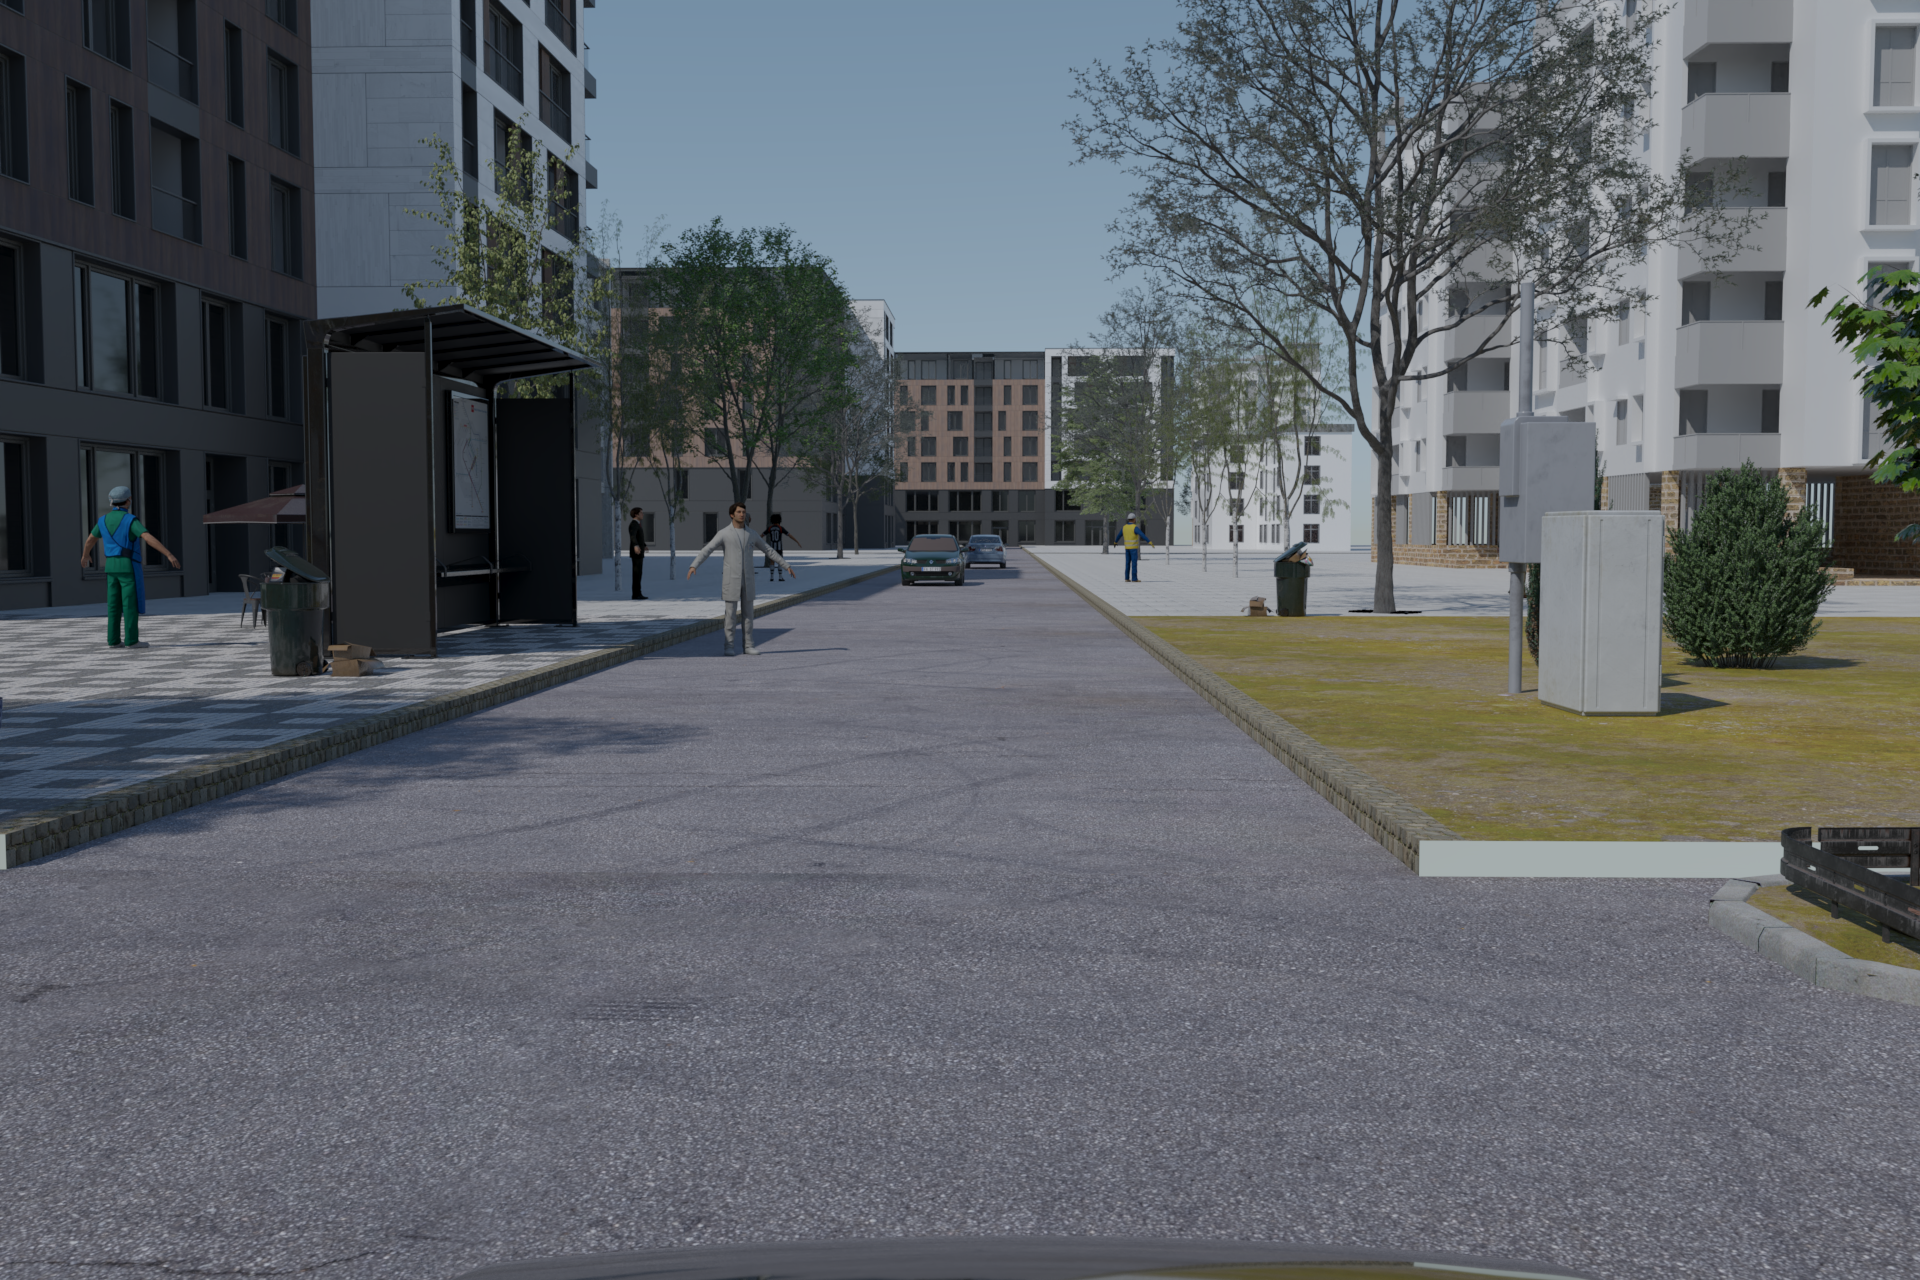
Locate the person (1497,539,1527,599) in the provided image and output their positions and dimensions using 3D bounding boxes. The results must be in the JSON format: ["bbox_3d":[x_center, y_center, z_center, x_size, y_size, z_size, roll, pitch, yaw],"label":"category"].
[{"bbox_3d":[11.191,-1.732,34.597,0.705,1.796,1.348,-2,4,-29],"label":"person"}]

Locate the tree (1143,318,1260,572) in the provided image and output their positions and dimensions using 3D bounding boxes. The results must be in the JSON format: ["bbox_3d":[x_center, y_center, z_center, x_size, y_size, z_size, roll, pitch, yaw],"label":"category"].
[{"bbox_3d":[8.366,-6.632,58.793,4.360,8.622,3.978,0,3,0],"label":"tree"}]

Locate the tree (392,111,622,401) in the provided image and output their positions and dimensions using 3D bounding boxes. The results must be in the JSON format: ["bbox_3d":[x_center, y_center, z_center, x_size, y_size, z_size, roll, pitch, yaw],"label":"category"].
[{"bbox_3d":[-8.220,-4.936,31.074,4.737,8.622,4.395,0,3,0],"label":"tree"}]

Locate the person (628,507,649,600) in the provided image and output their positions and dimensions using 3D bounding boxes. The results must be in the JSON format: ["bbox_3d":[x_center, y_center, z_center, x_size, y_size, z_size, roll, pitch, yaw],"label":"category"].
[{"bbox_3d":[-6.291,-1.696,33.913,0.705,1.806,1.347,0,4,-3],"label":"person"}]

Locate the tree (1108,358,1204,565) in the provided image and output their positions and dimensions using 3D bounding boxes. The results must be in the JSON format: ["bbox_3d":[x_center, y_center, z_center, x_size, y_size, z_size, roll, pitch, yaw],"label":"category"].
[{"bbox_3d":[8.717,-7.411,71.531,4.360,8.622,3.978,0,3,0],"label":"tree"}]

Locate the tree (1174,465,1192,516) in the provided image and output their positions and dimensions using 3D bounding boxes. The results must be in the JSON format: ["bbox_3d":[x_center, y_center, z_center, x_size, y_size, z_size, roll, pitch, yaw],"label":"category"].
[{"bbox_3d":[27.991,-16.119,197.965,7.601,10.594,8.767,0,4,1],"label":"tree"}]

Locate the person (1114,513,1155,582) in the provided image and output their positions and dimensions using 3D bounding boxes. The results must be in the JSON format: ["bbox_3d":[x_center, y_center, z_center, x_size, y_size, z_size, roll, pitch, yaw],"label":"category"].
[{"bbox_3d":[4.586,-2.455,46.104,1.349,1.833,0.705,3,5,44],"label":"person"}]

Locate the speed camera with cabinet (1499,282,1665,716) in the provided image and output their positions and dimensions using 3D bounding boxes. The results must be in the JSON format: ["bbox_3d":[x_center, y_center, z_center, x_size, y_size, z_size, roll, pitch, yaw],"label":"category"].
[{"bbox_3d":[4.653,-1.145,13.053,0.660,3.252,2.038,0,4,0],"label":"speed camera with cabinet"}]

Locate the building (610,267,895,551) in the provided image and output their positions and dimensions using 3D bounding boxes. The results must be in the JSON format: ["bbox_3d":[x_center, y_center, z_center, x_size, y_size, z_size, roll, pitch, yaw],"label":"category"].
[{"bbox_3d":[-20.598,-18.664,149.128,27.936,21.610,32.646,0,4,2],"label":"building"}]

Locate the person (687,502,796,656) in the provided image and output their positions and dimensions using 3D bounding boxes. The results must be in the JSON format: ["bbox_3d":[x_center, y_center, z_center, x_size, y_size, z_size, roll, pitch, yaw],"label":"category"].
[{"bbox_3d":[-2.606,-0.725,20.501,1.347,1.806,0.705,-2,4,-28],"label":"person"}]

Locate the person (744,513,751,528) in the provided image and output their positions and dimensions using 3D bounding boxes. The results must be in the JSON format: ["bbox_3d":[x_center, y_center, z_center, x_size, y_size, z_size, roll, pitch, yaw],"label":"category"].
[{"bbox_3d":[-5.305,-2.267,43.201,0.705,1.813,1.348,0,4,-4],"label":"person"}]

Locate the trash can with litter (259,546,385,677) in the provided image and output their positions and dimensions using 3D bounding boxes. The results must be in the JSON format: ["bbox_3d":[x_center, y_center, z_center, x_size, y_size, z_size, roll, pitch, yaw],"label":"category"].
[{"bbox_3d":[-5.789,-0.267,15.760,1.055,1.170,0.624,0,4,3],"label":"trash can with litter"}]

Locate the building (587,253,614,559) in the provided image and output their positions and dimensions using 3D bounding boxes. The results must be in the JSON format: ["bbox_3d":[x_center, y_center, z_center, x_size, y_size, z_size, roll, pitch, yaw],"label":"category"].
[{"bbox_3d":[-26.687,-12.733,74.637,16.747,18.905,31.486,0,4,1],"label":"building"}]

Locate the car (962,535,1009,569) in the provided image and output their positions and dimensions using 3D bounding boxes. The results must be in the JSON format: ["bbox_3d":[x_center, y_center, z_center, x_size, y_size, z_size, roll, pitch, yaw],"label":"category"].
[{"bbox_3d":[1.060,-3.722,72.863,2.014,1.417,4.499,0,4,1],"label":"car"}]

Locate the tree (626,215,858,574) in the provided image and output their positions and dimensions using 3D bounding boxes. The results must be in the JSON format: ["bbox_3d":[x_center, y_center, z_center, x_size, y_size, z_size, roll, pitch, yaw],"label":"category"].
[{"bbox_3d":[-7.057,-7.947,55.691,9.928,11.665,9.643,0,3,0],"label":"tree"}]

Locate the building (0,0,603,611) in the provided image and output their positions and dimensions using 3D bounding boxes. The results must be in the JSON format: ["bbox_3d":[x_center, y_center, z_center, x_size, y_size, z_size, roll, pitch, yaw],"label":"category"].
[{"bbox_3d":[-26.061,-11.967,39.639,27.936,21.610,32.646,0,4,2],"label":"building"}]

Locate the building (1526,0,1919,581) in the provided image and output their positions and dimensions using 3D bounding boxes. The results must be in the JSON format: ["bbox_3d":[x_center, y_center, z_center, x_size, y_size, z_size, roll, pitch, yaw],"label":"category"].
[{"bbox_3d":[23.662,-12.147,55.023,16.016,20.090,11.380,0,4,1],"label":"building"}]

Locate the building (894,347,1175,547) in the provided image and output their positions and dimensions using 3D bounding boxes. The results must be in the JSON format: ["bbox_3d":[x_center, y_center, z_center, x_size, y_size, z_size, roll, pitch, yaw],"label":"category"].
[{"bbox_3d":[7.675,-21.801,202.871,32.646,21.610,27.936,0,4,2],"label":"building"}]

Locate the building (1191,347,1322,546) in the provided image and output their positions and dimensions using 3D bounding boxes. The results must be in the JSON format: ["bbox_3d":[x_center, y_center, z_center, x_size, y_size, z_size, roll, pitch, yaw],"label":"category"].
[{"bbox_3d":[29.634,-19.977,183.049,16.016,20.090,11.380,0,4,1],"label":"building"}]

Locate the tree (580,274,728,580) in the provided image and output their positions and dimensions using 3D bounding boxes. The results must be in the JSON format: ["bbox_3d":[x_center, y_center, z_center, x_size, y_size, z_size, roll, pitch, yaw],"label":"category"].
[{"bbox_3d":[-7.889,-6.010,48.627,4.360,8.622,3.978,0,3,0],"label":"tree"}]

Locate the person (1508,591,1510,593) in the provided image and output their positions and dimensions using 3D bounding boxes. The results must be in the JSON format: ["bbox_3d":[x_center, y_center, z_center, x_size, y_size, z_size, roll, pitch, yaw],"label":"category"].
[{"bbox_3d":[12.007,-1.929,37.301,0.705,1.858,1.354,2,4,34],"label":"person"}]

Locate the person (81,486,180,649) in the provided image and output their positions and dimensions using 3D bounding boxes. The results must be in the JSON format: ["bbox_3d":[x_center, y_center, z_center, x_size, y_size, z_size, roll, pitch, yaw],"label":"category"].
[{"bbox_3d":[-9.379,-0.815,19.460,1.347,1.817,0.704,1,4,18],"label":"person"}]

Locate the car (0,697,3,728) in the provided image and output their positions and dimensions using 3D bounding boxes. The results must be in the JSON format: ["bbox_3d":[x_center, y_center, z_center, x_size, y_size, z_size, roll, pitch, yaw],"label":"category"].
[{"bbox_3d":[-5.795,0.331,7.169,1.945,1.354,3.894,0,4,2],"label":"car"}]

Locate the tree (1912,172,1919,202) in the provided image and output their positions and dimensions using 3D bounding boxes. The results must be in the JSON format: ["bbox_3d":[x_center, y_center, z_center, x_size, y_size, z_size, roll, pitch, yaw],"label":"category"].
[{"bbox_3d":[18.660,-5.521,24.673,8.767,10.594,7.601,1,4,11],"label":"tree"}]

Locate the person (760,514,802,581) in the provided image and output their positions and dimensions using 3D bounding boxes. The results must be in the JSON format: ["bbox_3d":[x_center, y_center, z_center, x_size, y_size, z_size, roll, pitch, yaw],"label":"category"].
[{"bbox_3d":[-4.977,-2.498,46.987,1.345,1.843,0.704,0,4,6],"label":"person"}]

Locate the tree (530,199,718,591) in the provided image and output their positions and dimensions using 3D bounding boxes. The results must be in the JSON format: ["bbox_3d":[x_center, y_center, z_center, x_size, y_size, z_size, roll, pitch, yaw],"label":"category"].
[{"bbox_3d":[-7.985,-5.423,39.025,4.360,8.622,3.978,0,3,0],"label":"tree"}]

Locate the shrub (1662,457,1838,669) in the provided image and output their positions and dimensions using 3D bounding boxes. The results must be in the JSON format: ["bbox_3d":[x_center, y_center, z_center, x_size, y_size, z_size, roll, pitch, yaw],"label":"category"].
[{"bbox_3d":[7.521,-0.751,16.704,1.690,2.028,1.600,0,3,0],"label":"shrub"}]

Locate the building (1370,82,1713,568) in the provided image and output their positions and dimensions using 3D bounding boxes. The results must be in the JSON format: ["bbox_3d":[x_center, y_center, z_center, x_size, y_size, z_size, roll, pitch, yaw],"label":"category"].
[{"bbox_3d":[23.580,-13.452,76.367,16.016,20.090,11.380,0,4,1],"label":"building"}]

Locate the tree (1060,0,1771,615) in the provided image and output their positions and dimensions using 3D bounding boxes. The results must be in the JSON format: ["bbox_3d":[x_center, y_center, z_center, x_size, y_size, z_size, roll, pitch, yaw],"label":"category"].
[{"bbox_3d":[6.757,-7.170,27.592,12.009,13.543,11.850,0,3,0],"label":"tree"}]

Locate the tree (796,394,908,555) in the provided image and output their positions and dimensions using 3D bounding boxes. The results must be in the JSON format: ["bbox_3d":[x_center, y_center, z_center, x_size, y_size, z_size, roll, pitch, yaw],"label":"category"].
[{"bbox_3d":[-6.739,-10.582,107.421,7.601,10.594,8.767,-2,4,-32],"label":"tree"}]

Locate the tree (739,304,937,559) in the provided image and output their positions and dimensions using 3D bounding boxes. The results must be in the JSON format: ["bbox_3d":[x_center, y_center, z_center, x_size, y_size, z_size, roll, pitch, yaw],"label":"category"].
[{"bbox_3d":[-6.113,-10.942,89.267,12.009,13.543,11.850,0,3,0],"label":"tree"}]

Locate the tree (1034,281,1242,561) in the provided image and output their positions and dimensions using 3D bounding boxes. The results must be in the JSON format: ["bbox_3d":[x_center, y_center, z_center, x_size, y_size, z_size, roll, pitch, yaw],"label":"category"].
[{"bbox_3d":[8.705,-10.617,83.954,12.009,13.543,11.850,0,3,0],"label":"tree"}]

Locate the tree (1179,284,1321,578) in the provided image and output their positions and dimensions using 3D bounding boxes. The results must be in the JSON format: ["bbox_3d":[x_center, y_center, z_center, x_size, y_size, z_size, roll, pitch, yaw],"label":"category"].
[{"bbox_3d":[8.071,-6.152,50.952,4.360,8.622,3.978,0,3,0],"label":"tree"}]

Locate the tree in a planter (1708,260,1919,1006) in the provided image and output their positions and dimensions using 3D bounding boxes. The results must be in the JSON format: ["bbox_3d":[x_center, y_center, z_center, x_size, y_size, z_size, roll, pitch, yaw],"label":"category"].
[{"bbox_3d":[3.727,-0.527,5.843,1.991,3.239,1.994,0,4,2],"label":"tree in a planter"}]

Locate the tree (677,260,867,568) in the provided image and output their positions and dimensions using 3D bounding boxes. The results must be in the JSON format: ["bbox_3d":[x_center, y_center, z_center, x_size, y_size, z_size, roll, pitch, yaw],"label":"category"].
[{"bbox_3d":[-7.098,-8.542,65.424,9.928,11.665,9.643,0,3,0],"label":"tree"}]

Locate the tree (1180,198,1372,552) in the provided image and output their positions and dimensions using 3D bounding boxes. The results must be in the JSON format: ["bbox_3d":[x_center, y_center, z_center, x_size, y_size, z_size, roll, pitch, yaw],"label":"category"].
[{"bbox_3d":[7.250,-5.335,37.584,4.360,8.622,3.978,0,3,0],"label":"tree"}]

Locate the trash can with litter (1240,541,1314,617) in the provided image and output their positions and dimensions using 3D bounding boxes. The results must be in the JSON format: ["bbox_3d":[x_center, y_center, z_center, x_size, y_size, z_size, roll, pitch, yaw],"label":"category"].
[{"bbox_3d":[4.924,-0.949,26.909,1.055,1.170,0.624,0,4,1],"label":"trash can with litter"}]

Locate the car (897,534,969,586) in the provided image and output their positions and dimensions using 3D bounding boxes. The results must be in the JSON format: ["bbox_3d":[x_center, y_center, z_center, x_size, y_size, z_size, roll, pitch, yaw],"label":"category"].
[{"bbox_3d":[-0.740,-2.406,49.131,2.009,1.686,4.222,0,4,1],"label":"car"}]

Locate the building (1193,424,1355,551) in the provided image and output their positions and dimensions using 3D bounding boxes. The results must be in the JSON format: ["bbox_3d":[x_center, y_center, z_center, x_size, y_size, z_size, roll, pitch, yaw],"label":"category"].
[{"bbox_3d":[25.703,-12.470,146.024,9.099,9.664,28.070,0,4,1],"label":"building"}]

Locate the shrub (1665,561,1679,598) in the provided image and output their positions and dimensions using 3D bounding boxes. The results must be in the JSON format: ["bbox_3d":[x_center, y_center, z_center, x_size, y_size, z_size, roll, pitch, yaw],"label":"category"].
[{"bbox_3d":[11.416,-0.968,26.936,1.383,1.207,1.383,0,3,0],"label":"shrub"}]

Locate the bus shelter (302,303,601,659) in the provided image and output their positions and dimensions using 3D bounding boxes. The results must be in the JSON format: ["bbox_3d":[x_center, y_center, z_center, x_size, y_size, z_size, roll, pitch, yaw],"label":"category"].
[{"bbox_3d":[-5.846,-1.806,20.806,1.731,3.624,6.357,0,4,1],"label":"bus shelter"}]

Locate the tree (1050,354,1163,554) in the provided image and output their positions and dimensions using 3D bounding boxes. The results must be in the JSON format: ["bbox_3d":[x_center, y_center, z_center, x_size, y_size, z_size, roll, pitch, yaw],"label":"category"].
[{"bbox_3d":[9.305,-11.697,109.375,7.486,12.596,7.792,0,3,0],"label":"tree"}]
